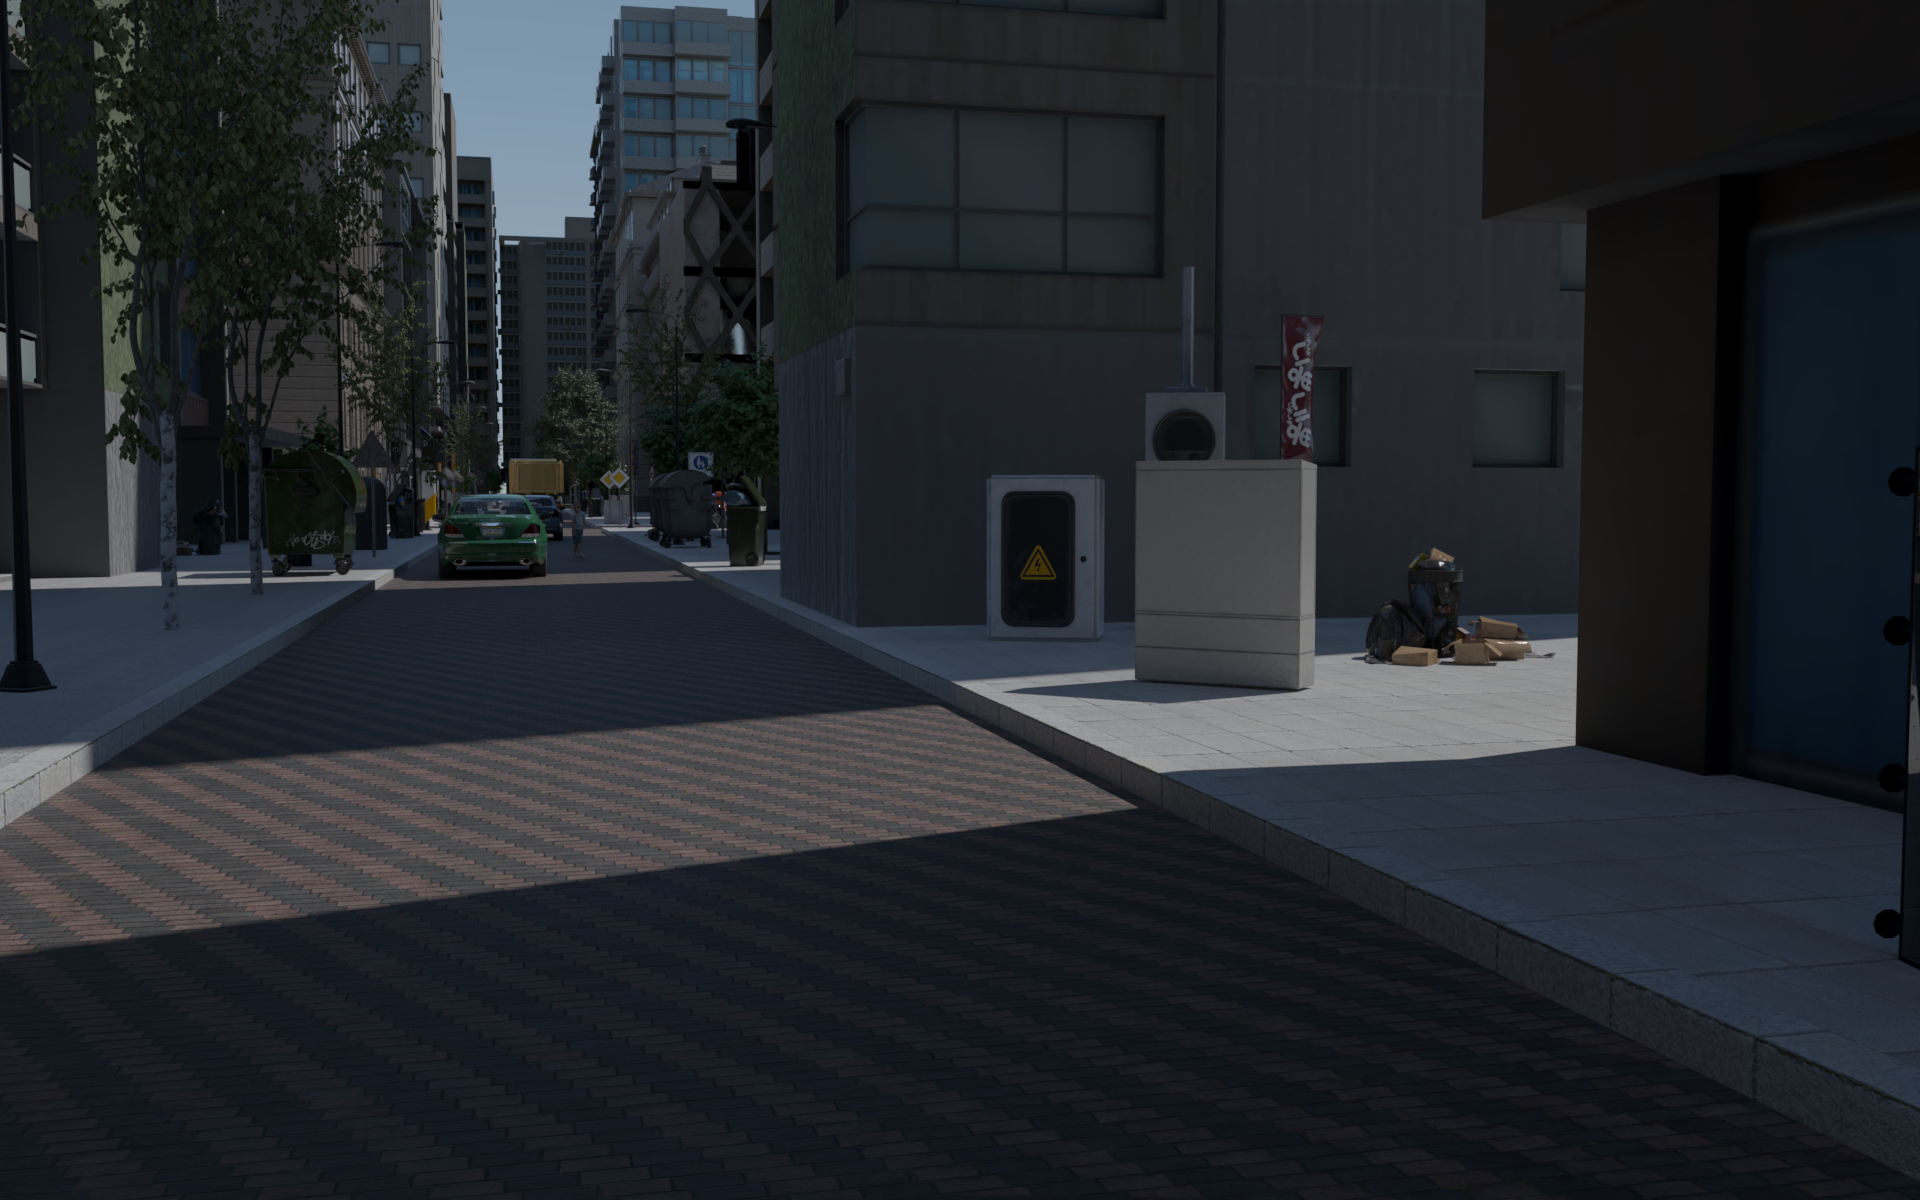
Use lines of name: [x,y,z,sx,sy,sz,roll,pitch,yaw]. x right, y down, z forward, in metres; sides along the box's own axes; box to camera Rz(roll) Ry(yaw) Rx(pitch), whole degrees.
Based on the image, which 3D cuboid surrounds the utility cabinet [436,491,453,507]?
utility cabinet: [-33.046,-6.241,110.721,1.173,1.500,0.318,-3,4,-38]

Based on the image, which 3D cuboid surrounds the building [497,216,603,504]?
building: [-53.080,-33.878,245.789,23.993,40.220,32.217,-1,4,-14]

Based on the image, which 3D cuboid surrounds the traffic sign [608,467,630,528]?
traffic sign: [-12.716,-3.733,64.674,0.795,2.450,0.064,-1,4,-14]

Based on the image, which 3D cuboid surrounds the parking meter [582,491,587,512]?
parking meter: [-27.630,-7.282,127.475,0.372,1.533,0.369,0,3,0]

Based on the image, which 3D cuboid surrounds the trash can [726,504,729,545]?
trash can: [-5.374,-1.863,42.119,0.748,1.137,0.748,0,3,0]

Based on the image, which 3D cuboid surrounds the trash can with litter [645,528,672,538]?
trash can with litter: [-8.584,-2.361,49.995,1.055,1.170,0.624,0,4,6]

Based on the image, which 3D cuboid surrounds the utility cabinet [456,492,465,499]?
utility cabinet: [-38.745,-7.629,133.419,1.173,1.500,0.318,-3,4,-39]

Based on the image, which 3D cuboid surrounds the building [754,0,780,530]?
building: [5.540,-26.314,53.939,21.300,48.544,21.600,-1,4,-14]

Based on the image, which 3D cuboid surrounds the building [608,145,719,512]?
building: [-20.508,-20.681,135.390,12.463,27.353,25.104,-1,4,-14]

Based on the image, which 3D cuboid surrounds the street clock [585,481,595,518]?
street clock: [-19.989,-5.448,93.640,0.471,2.002,0.358,-2,4,-34]

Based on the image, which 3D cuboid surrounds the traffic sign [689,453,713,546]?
traffic sign: [-6.387,-2.483,42.733,0.606,2.300,0.079,0,4,-4]

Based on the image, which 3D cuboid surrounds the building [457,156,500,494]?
building: [-73.728,-37.337,234.165,21.600,48.544,21.300,-1,4,-14]

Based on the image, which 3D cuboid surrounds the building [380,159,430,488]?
building: [-41.888,-17.810,110.255,14.314,24.678,30.058,-1,4,-14]

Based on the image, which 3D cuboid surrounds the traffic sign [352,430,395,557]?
traffic sign: [-11.908,-2.149,35.133,0.884,2.594,0.081,-1,4,-12]

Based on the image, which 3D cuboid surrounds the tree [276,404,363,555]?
tree: [-13.523,-2.602,37.141,1.663,3.219,1.824,0,3,0]

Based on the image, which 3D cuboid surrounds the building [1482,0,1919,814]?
building: [11.123,-21.557,2.564,14.600,45.320,14.200,-1,4,-14]

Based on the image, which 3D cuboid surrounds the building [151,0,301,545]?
building: [-32.537,-23.742,42.811,28.867,44.769,22.147,-1,4,-14]

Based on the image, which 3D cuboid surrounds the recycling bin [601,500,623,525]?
recycling bin: [-14.667,-3.717,73.325,0.722,1.027,0.722,0,4,-4]

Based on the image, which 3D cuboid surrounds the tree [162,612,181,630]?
tree: [-7.365,-4.038,16.380,4.737,8.622,4.395,0,3,0]

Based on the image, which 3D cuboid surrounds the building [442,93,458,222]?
building: [-61.887,-32.915,188.276,14.600,45.320,14.200,-1,4,-14]

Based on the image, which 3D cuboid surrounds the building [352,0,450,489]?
building: [-59.599,-34.441,152.355,28.713,52.752,27.495,-1,4,-14]

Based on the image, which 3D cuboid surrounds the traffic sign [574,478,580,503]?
traffic sign: [-28.452,-7.912,129.465,0.768,2.556,0.104,-1,4,-10]

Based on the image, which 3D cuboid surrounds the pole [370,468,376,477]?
pole: [-20.929,-4.156,61.795,0.158,3.312,0.155,0,3,0]

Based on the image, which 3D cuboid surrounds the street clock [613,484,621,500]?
street clock: [-17.050,-4.999,86.299,0.358,2.002,0.471,-3,5,-42]

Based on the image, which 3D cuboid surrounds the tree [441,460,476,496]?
tree: [-30.294,-6.691,104.001,1.663,3.219,1.824,0,3,0]

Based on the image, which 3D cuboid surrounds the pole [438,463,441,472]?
pole: [-34.051,-7.309,113.345,0.158,3.312,0.155,0,3,0]

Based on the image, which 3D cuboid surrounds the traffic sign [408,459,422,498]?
traffic sign: [-19.245,-3.765,61.662,0.768,2.556,0.104,-1,4,-9]

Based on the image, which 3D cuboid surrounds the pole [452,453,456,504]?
pole: [-25.259,-5.666,86.490,0.158,3.312,0.155,0,3,0]

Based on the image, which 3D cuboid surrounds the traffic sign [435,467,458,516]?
traffic sign: [-18.730,-3.642,63.192,0.795,2.450,0.064,-1,4,-14]

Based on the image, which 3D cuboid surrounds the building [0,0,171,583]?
building: [-19.514,-20.706,22.136,14.154,41.232,14.086,-1,4,-14]

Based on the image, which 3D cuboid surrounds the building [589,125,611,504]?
building: [-32.310,-33.691,205.466,22.147,44.769,28.867,-1,4,-14]

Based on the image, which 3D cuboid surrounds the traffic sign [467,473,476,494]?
traffic sign: [-29.011,-6.264,102.515,0.768,2.556,0.104,0,4,-5]

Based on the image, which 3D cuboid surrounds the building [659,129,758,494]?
building: [-5.702,-13.340,85.556,16.811,18.784,16.820,-1,4,-14]

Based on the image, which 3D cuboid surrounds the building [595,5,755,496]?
building: [-25.274,-34.054,176.393,23.786,49.044,30.456,-1,4,-14]

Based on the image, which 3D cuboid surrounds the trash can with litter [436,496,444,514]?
trash can with litter: [-24.570,-4.322,82.045,0.624,1.170,1.055,2,4,31]

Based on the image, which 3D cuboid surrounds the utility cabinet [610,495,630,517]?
utility cabinet: [-19.117,-5.271,97.345,1.020,1.237,0.306,-2,4,-30]

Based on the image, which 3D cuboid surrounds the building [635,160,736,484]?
building: [-13.446,-16.528,112.029,13.314,21.916,24.055,-1,4,-14]

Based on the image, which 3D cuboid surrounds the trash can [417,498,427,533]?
trash can: [-18.120,-2.814,57.661,0.748,1.137,0.748,0,3,0]

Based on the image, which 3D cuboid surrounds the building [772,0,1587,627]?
building: [4.150,-20.803,23.730,14.154,41.232,14.086,-1,4,-14]

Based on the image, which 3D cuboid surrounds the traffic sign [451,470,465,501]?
traffic sign: [-20.673,-4.116,70.938,0.795,2.450,0.064,-1,4,-14]

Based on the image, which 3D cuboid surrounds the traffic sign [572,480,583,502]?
traffic sign: [-27.702,-7.685,125.656,0.884,2.594,0.081,0,4,-5]

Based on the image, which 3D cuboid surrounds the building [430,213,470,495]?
building: [-57.277,-24.670,175.062,14.160,30.474,14.107,-1,4,-14]

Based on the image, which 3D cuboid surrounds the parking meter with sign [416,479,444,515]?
parking meter with sign: [-28.082,-5.833,91.624,0.543,3.016,1.738,2,4,31]

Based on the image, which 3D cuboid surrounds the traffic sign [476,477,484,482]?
traffic sign: [-36.731,-8.091,132.385,0.768,2.556,0.104,-1,4,-10]

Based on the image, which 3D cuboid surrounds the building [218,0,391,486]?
building: [-34.549,-17.475,82.982,12.463,27.353,25.104,-1,4,-14]

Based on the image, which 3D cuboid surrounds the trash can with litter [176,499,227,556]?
trash can with litter: [-15.967,-1.522,36.278,1.055,1.170,0.624,-3,5,-43]

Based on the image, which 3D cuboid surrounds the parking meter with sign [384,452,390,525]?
parking meter with sign: [-24.095,-4.715,73.354,0.543,3.016,1.738,-1,4,-13]

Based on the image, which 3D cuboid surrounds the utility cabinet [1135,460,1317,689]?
utility cabinet: [1.773,-0.179,11.601,1.173,1.500,0.318,2,4,31]

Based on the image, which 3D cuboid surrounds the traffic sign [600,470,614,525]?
traffic sign: [-14.659,-4.207,72.420,0.795,2.450,0.064,-1,4,-14]

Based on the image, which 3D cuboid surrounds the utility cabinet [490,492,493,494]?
utility cabinet: [-38.672,-8.158,142.069,0.318,1.500,1.173,-2,4,-35]

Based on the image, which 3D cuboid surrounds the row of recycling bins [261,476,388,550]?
row of recycling bins: [-14.865,-2.043,40.518,3.534,1.692,1.069,2,4,24]

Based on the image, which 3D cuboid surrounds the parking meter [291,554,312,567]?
parking meter: [-11.709,-1.365,30.728,0.372,1.533,0.369,0,3,0]
